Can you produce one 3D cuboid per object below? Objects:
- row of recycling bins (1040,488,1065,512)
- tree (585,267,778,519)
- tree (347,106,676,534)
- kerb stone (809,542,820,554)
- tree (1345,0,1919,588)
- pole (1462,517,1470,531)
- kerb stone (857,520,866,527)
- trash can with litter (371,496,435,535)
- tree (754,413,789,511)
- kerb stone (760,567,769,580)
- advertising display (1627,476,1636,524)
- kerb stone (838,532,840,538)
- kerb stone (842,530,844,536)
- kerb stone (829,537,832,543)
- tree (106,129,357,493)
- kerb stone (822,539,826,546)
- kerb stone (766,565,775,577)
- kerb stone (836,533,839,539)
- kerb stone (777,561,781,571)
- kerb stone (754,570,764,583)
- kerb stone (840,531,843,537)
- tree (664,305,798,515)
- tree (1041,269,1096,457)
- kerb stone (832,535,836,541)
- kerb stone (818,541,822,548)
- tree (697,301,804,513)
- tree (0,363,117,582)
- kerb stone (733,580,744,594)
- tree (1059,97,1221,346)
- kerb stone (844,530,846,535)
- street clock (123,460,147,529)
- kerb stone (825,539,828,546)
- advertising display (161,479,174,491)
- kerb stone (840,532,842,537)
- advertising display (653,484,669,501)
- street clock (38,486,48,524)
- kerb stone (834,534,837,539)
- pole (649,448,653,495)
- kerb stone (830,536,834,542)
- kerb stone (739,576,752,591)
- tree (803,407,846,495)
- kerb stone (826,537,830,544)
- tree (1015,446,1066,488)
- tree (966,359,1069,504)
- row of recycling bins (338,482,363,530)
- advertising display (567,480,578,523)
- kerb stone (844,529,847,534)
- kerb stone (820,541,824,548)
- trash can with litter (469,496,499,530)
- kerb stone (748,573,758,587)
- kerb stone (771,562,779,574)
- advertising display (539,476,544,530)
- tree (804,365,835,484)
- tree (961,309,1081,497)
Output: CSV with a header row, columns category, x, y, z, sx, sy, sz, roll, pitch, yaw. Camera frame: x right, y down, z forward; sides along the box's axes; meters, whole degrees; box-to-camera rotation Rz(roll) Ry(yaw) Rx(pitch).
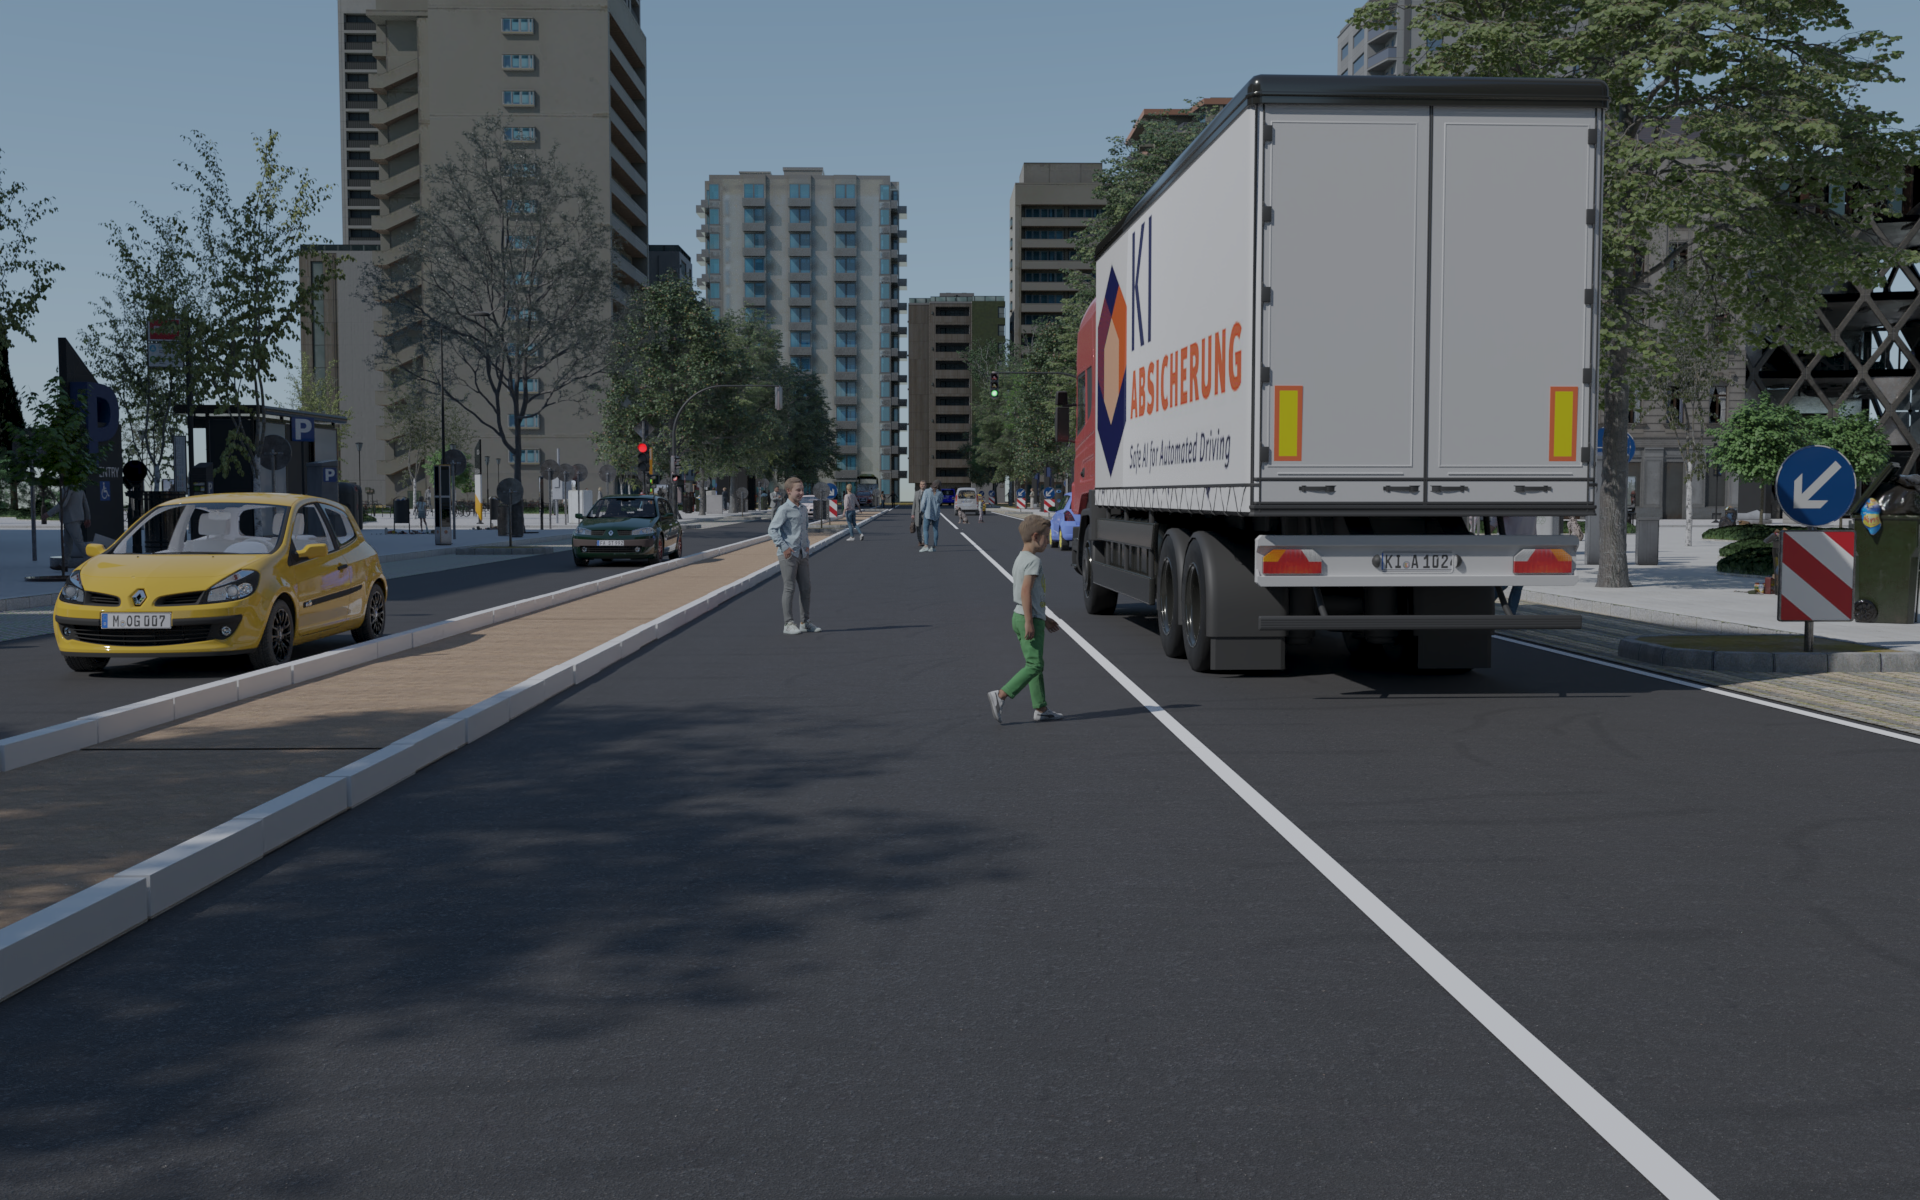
category,x,y,z,sx,sy,sz,roll,pitch,yaw
row of recycling bins,7.525,-7.178,124.480,3.534,1.692,1.069,0,4,8
tree,-14.529,-10.452,87.903,9.611,12.733,9.660,0,3,0
tree,-14.476,-8.907,55.996,12.009,13.543,11.850,0,3,0
kerb stone,-3.660,-1.286,43.241,0.120,0.150,1.000,0,4,-1
tree,9.044,-6.419,23.079,7.486,12.596,7.792,0,3,0
pole,8.544,-2.172,29.353,0.158,3.312,0.155,0,3,0
kerb stone,-4.523,-3.514,79.655,0.120,0.150,1.000,0,4,-1
trash can with litter,-17.523,-2.710,55.374,2.233,1.210,1.678,0,4,6
tree,-15.469,-11.260,134.461,4.737,8.622,4.395,0,3,0
kerb stone,-3.329,-0.407,28.885,0.120,0.150,1.000,0,4,-1
advertising display,24.029,-3.488,62.247,0.123,1.923,0.974,3,5,43
kerb stone,-3.935,-1.976,54.501,0.120,0.150,1.000,0,4,-1
kerb stone,-4.014,-2.164,57.574,0.120,0.150,1.000,0,4,-1
kerb stone,-3.814,-1.659,49.383,0.120,0.150,1.000,0,4,-1
tree,-14.204,-5.127,34.189,4.737,8.622,4.395,0,3,0
kerb stone,-3.733,-1.475,46.318,0.120,0.150,1.000,0,4,-1
kerb stone,-3.348,-0.472,29.906,0.120,0.150,1.000,0,4,-1
kerb stone,-3.906,-1.913,53.480,0.120,0.150,1.000,0,4,-1
kerb stone,-3.401,-0.594,31.954,0.120,0.150,1.000,0,4,-1
kerb stone,-3.304,-0.347,27.863,0.120,0.150,1.000,0,4,-1
kerb stone,-3.979,-2.096,56.548,0.120,0.150,1.000,0,4,-1
tree,-15.331,-11.384,104.262,7.486,12.596,7.792,0,3,0
tree,7.743,-10.108,83.387,7.486,12.596,7.792,0,3,0
kerb stone,-3.855,-1.788,51.436,0.120,0.150,1.000,0,4,-1
kerb stone,-3.689,-1.347,44.265,0.120,0.150,1.000,0,4,-1
tree,-15.234,-12.797,115.886,9.857,13.997,8.962,0,3,0
tree,-13.309,-1.910,25.835,1.663,3.219,1.824,0,3,0
kerb stone,-3.238,-0.153,24.795,0.120,0.150,1.000,0,4,-1
tree,7.898,-9.147,56.209,9.857,13.997,8.962,0,3,0
kerb stone,-4.026,-2.226,58.596,0.120,0.150,1.000,0,4,-1
street clock,-17.473,-1.967,36.731,0.471,2.002,0.358,-2,4,-24
kerb stone,-3.767,-1.538,47.339,0.120,0.150,1.000,0,4,-1
advertising display,-32.908,-4.115,72.490,0.123,1.923,0.974,3,4,38
kerb stone,-3.958,-2.039,55.525,0.120,0.150,1.000,0,4,-1
advertising display,-19.112,-6.452,110.699,0.974,1.923,0.123,-1,4,-18
street clock,-38.761,-4.200,73.235,0.471,2.002,0.358,-3,5,-39
kerb stone,-3.883,-1.845,52.458,0.120,0.150,1.000,0,4,-1
pole,-13.593,-5.035,76.164,0.158,3.312,0.155,0,3,0
kerb stone,-3.837,-1.722,50.415,0.120,0.150,1.000,0,4,-1
kerb stone,-3.255,-0.221,25.817,0.120,0.150,1.000,0,4,-1
tree,-17.736,-17.894,210.685,7.486,12.596,7.792,0,3,0
kerb stone,-3.776,-1.600,48.361,0.120,0.150,1.000,0,4,-1
tree,6.812,-11.616,140.276,4.360,8.622,3.978,0,3,0
tree,6.591,-12.583,131.484,9.928,11.665,9.643,0,3,0
row of recycling bins,-21.763,-3.312,61.270,1.069,1.692,3.534,-1,4,-14
advertising display,-17.221,-4.386,76.927,0.123,1.923,0.974,-3,5,-39
kerb stone,-4.049,-2.289,59.617,0.120,0.150,1.000,0,4,-1
kerb stone,-3.717,-1.411,45.289,0.120,0.150,1.000,0,4,-1
trash can with litter,-17.115,-3.148,62.528,1.678,1.210,2.233,1,4,16
kerb stone,-3.273,-0.282,26.839,0.120,0.150,1.000,0,4,-1
kerb stone,-3.378,-0.534,30.928,0.120,0.150,1.000,0,4,-1
advertising display,-15.115,-3.506,62.536,0.123,1.923,0.974,-1,4,-17
tree,-16.345,-15.712,163.553,9.857,13.997,8.962,0,3,0
tree,6.913,-11.570,106.173,9.611,12.733,9.660,0,3,0
